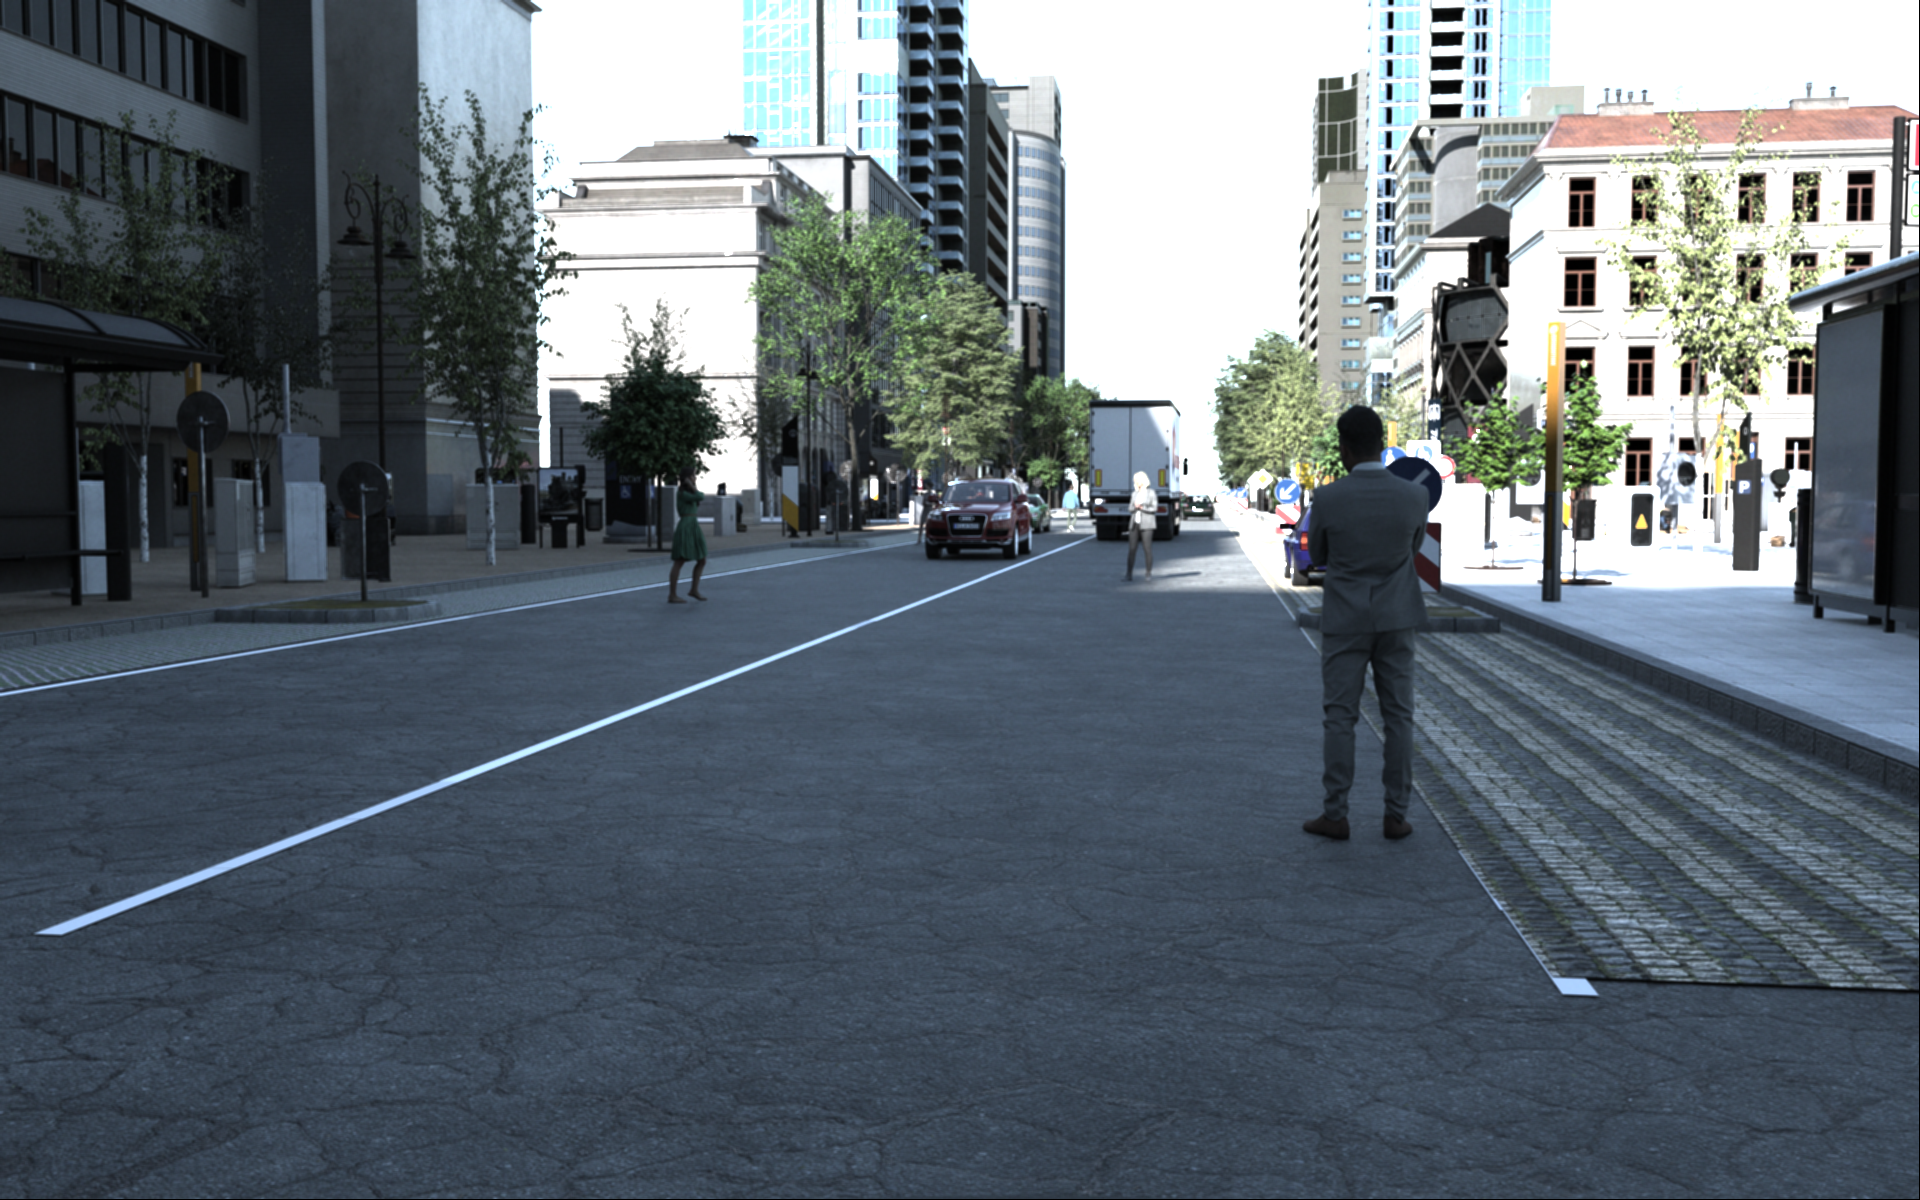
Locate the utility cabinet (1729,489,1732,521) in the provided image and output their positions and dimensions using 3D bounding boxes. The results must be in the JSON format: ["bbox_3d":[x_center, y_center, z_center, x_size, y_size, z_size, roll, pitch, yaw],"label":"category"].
[{"bbox_3d":[36.521,-4.444,81.339,0.318,1.500,1.173,3,5,43],"label":"utility cabinet"}]

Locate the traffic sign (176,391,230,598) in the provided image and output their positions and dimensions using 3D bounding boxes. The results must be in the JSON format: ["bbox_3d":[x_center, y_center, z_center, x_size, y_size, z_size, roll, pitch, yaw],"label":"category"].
[{"bbox_3d":[-9.368,-1.303,21.416,0.768,2.556,0.104,1,4,16],"label":"traffic sign"}]

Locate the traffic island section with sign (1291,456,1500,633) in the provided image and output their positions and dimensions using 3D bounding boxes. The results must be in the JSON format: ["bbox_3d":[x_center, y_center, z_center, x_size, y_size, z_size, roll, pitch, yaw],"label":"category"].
[{"bbox_3d":[4.683,-0.622,18.796,1.989,1.847,2.006,0,4,8],"label":"traffic island section with sign"}]

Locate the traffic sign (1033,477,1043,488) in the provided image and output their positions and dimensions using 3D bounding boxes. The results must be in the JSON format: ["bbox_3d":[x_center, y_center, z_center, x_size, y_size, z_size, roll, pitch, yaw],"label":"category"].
[{"bbox_3d":[5.840,-7.976,130.515,0.768,2.556,0.104,1,4,13],"label":"traffic sign"}]

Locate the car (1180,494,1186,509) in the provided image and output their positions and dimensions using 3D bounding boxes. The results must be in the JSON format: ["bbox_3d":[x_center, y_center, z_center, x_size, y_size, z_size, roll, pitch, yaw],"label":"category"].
[{"bbox_3d":[18.119,-8.131,144.747,2.131,1.459,4.920,1,4,9],"label":"car"}]

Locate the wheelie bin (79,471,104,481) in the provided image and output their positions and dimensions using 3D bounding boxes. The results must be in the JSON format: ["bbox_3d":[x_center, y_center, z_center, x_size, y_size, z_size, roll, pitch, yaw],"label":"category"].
[{"bbox_3d":[-12.221,-0.998,24.225,0.980,1.594,0.693,-2,4,-26],"label":"wheelie bin"}]

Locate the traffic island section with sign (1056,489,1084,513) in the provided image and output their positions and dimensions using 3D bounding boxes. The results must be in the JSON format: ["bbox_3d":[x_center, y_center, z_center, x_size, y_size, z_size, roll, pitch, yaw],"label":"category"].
[{"bbox_3d":[8.227,-7.355,128.889,1.989,1.847,2.006,0,4,8],"label":"traffic island section with sign"}]

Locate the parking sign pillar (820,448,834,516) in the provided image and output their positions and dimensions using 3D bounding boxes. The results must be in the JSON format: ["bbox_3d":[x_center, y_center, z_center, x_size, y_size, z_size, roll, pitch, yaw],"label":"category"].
[{"bbox_3d":[-7.826,-6.956,102.198,1.447,3.967,1.447,1,4,17],"label":"parking sign pillar"}]

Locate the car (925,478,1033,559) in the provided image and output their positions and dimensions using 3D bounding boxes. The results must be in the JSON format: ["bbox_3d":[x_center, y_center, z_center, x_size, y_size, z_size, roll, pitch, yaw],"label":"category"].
[{"bbox_3d":[0.491,-1.914,39.967,2.281,1.827,5.304,0,4,8],"label":"car"}]

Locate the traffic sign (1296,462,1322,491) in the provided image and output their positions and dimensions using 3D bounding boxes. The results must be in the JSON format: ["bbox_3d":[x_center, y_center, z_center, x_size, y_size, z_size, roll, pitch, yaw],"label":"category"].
[{"bbox_3d":[22.544,-7.127,110.406,2.265,3.308,0.079,1,4,12],"label":"traffic sign"}]

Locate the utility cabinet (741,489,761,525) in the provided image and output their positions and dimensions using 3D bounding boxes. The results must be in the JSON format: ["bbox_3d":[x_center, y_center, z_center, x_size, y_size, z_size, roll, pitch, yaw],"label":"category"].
[{"bbox_3d":[-8.503,-3.772,70.359,0.318,1.500,1.173,-2,4,-34],"label":"utility cabinet"}]

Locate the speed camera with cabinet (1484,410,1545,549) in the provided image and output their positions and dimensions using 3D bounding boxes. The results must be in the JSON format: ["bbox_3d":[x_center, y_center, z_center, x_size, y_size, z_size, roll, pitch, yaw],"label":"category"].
[{"bbox_3d":[12.989,-2.863,41.143,2.038,3.252,0.660,3,5,41],"label":"speed camera with cabinet"}]

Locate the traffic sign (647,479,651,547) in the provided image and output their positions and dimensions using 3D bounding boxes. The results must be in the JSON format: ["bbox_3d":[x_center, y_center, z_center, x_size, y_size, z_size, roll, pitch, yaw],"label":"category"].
[{"bbox_3d":[-7.470,-2.538,41.602,0.768,2.556,0.104,1,4,17],"label":"traffic sign"}]

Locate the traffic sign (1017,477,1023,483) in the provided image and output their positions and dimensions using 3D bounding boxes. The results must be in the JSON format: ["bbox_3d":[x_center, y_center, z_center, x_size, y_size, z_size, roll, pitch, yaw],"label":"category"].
[{"bbox_3d":[4.337,-7.895,129.186,0.768,2.556,0.104,1,4,12],"label":"traffic sign"}]

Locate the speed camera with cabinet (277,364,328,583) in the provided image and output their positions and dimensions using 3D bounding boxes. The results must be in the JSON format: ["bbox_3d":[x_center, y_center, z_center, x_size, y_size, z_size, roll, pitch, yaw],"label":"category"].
[{"bbox_3d":[-9.829,-1.929,25.882,0.660,3.252,2.038,-1,4,-22],"label":"speed camera with cabinet"}]

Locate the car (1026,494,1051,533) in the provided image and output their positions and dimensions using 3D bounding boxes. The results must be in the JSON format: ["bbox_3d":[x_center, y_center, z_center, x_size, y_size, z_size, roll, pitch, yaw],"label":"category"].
[{"bbox_3d":[2.316,-3.245,64.858,2.131,1.459,4.920,1,4,9],"label":"car"}]

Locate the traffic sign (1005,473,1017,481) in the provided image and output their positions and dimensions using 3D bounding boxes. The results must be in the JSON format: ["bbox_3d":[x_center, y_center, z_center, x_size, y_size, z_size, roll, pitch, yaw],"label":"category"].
[{"bbox_3d":[3.075,-6.455,105.640,0.768,2.556,0.104,1,4,14],"label":"traffic sign"}]

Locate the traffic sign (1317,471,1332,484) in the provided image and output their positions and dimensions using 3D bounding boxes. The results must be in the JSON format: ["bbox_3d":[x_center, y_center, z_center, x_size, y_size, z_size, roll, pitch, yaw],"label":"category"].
[{"bbox_3d":[18.633,-5.413,88.608,0.768,2.556,0.104,1,4,13],"label":"traffic sign"}]

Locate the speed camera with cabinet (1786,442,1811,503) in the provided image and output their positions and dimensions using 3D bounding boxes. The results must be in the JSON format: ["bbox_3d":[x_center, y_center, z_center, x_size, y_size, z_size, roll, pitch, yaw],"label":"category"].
[{"bbox_3d":[32.398,-4.370,65.793,0.660,3.252,2.038,-1,4,-18],"label":"speed camera with cabinet"}]

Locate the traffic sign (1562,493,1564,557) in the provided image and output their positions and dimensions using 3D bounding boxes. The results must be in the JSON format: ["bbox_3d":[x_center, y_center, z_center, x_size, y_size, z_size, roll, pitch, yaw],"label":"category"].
[{"bbox_3d":[12.331,-2.164,35.484,0.768,2.556,0.104,1,4,15],"label":"traffic sign"}]

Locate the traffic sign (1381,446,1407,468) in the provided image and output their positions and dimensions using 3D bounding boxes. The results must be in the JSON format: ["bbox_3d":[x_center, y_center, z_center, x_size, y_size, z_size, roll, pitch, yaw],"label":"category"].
[{"bbox_3d":[11.610,-2.835,46.455,0.768,2.556,0.104,1,4,14],"label":"traffic sign"}]

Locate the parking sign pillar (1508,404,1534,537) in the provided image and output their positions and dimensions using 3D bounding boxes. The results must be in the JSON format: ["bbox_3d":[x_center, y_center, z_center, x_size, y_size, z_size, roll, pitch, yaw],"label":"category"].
[{"bbox_3d":[16.467,-3.879,51.902,1.447,3.967,1.447,1,4,21],"label":"parking sign pillar"}]

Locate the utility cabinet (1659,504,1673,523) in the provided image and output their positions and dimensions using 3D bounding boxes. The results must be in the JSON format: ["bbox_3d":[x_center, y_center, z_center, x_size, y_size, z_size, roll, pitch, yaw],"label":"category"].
[{"bbox_3d":[30.666,-4.058,75.035,0.318,1.500,1.173,3,5,44],"label":"utility cabinet"}]

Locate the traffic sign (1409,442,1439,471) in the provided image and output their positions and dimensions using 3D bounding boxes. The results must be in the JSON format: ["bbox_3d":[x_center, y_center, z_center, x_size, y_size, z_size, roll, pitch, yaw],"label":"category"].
[{"bbox_3d":[8.951,-1.917,33.480,0.606,2.300,0.079,1,4,12],"label":"traffic sign"}]

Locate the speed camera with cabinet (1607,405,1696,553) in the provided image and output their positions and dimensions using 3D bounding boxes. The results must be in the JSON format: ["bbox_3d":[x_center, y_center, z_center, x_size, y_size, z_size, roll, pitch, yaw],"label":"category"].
[{"bbox_3d":[15.302,-2.684,38.227,2.038,3.252,0.660,-1,4,-22],"label":"speed camera with cabinet"}]

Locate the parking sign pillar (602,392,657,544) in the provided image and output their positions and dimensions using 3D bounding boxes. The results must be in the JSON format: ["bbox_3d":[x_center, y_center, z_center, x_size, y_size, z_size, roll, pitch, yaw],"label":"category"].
[{"bbox_3d":[-8.632,-3.474,45.275,1.447,3.967,1.447,2,4,26],"label":"parking sign pillar"}]

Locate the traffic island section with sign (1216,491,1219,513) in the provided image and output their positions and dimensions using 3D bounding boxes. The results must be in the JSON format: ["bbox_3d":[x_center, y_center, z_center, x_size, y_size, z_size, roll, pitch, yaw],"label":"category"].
[{"bbox_3d":[19.989,-7.254,127.226,1.989,1.847,2.006,0,4,8],"label":"traffic island section with sign"}]

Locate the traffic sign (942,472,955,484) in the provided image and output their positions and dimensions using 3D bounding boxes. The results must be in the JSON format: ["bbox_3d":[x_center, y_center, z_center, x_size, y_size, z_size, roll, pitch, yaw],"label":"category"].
[{"bbox_3d":[-0.659,-6.014,98.436,0.768,2.556,0.104,1,4,12],"label":"traffic sign"}]

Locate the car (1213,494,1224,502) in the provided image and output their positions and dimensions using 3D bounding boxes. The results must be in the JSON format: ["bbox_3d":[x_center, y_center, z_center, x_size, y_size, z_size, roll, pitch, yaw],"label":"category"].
[{"bbox_3d":[40.035,-15.758,267.867,2.015,1.641,3.980,0,4,8],"label":"car"}]

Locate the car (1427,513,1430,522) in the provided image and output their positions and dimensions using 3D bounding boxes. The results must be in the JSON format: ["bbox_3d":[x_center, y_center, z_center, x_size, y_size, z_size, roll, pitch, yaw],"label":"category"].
[{"bbox_3d":[20.086,-3.711,72.682,4.499,1.417,2.014,1,4,9],"label":"car"}]

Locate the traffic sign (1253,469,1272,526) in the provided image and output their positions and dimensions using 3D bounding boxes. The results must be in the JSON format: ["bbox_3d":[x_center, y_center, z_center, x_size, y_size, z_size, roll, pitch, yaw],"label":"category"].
[{"bbox_3d":[12.197,-4.048,69.832,0.795,2.450,0.064,0,4,8],"label":"traffic sign"}]

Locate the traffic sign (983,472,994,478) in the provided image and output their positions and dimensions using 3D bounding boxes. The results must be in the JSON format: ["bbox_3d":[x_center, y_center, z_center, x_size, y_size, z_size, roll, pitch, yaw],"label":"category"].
[{"bbox_3d":[1.291,-4.637,79.450,0.795,2.450,0.064,0,4,8],"label":"traffic sign"}]

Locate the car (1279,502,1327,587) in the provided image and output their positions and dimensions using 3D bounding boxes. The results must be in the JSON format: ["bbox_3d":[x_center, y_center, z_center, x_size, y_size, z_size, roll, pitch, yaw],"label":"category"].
[{"bbox_3d":[6.147,-0.938,27.910,1.945,1.354,3.894,0,4,8],"label":"car"}]

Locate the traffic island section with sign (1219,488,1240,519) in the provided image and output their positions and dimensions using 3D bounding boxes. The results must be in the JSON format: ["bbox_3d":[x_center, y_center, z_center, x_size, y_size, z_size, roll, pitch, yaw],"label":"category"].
[{"bbox_3d":[16.220,-5.619,100.495,1.989,1.847,2.006,0,4,8],"label":"traffic island section with sign"}]

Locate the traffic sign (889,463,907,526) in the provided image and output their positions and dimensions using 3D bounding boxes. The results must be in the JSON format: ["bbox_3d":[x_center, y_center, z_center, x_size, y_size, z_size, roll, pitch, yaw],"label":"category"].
[{"bbox_3d":[-2.519,-4.294,70.315,0.768,2.556,0.104,1,4,11],"label":"traffic sign"}]

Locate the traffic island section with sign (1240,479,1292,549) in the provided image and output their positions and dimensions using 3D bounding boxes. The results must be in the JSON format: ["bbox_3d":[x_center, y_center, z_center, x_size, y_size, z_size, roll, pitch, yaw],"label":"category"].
[{"bbox_3d":[8.461,-2.254,45.486,1.989,1.847,2.006,0,4,8],"label":"traffic island section with sign"}]

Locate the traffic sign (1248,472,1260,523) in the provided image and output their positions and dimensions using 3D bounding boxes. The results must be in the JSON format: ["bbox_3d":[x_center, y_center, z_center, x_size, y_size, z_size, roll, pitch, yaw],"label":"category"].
[{"bbox_3d":[13.313,-4.532,77.739,0.795,2.450,0.064,0,4,8],"label":"traffic sign"}]

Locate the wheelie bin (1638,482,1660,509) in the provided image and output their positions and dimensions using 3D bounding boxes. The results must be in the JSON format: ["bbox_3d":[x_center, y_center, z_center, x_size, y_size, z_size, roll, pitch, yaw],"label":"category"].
[{"bbox_3d":[17.628,-2.245,44.620,0.693,1.594,0.980,0,4,2],"label":"wheelie bin"}]

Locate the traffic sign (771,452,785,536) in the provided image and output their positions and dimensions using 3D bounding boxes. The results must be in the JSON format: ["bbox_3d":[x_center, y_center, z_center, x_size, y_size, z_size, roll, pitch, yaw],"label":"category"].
[{"bbox_3d":[-5.357,-3.205,52.510,0.768,2.556,0.104,1,4,12],"label":"traffic sign"}]

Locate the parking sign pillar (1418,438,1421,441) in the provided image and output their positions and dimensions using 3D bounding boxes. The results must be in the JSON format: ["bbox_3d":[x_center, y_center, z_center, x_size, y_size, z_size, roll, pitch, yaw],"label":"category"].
[{"bbox_3d":[22.227,-5.799,83.283,1.447,3.967,1.447,1,4,17],"label":"parking sign pillar"}]

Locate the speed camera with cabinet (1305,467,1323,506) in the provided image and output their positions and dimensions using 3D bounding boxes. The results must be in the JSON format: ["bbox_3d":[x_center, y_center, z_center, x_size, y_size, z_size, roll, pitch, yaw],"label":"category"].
[{"bbox_3d":[19.297,-6.197,95.659,2.038,3.252,0.660,1,4,21],"label":"speed camera with cabinet"}]

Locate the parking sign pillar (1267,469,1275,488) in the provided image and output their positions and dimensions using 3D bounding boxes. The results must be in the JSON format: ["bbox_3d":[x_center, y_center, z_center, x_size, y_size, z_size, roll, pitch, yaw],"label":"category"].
[{"bbox_3d":[27.066,-9.937,150.939,1.447,3.967,1.447,1,4,8],"label":"parking sign pillar"}]

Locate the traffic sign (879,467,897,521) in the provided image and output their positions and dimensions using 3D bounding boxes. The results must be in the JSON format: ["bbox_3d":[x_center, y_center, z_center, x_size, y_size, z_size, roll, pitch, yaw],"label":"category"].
[{"bbox_3d":[-3.420,-5.011,81.936,0.884,2.594,0.081,1,4,11],"label":"traffic sign"}]

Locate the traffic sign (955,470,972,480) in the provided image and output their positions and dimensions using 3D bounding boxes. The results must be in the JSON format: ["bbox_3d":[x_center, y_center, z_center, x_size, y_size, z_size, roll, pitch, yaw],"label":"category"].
[{"bbox_3d":[0.175,-4.153,71.543,0.795,2.450,0.064,0,4,8],"label":"traffic sign"}]

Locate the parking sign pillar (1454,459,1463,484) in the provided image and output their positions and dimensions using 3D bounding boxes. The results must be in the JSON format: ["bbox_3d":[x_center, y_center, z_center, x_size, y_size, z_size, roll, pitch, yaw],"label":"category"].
[{"bbox_3d":[25.479,-6.084,87.952,1.447,3.967,1.447,-3,5,-40],"label":"parking sign pillar"}]

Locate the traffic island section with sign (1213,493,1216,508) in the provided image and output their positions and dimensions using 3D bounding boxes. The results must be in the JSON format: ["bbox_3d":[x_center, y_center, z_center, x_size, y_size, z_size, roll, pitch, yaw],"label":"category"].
[{"bbox_3d":[27.004,-10.291,176.893,1.989,1.847,2.006,0,4,8],"label":"traffic island section with sign"}]

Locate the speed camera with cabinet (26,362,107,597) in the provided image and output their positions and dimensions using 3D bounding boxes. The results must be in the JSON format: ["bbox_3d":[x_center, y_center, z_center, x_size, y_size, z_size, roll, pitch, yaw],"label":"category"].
[{"bbox_3d":[-11.456,-1.706,22.233,2.038,3.252,0.660,3,5,44],"label":"speed camera with cabinet"}]

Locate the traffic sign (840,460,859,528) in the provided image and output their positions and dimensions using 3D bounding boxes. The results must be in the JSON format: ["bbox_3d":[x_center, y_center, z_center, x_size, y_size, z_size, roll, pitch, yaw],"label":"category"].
[{"bbox_3d":[-4.177,-3.986,65.278,0.768,2.556,0.104,1,4,13],"label":"traffic sign"}]

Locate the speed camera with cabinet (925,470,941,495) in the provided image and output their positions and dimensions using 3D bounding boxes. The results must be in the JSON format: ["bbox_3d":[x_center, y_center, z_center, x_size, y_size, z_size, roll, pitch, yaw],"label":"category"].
[{"bbox_3d":[-2.046,-8.937,140.457,0.660,3.252,2.038,2,4,32],"label":"speed camera with cabinet"}]

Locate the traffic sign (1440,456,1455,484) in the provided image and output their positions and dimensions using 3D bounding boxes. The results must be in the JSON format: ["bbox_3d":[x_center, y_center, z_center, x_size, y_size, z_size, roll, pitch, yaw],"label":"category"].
[{"bbox_3d":[16.057,-3.516,57.593,0.768,2.556,0.104,1,4,17],"label":"traffic sign"}]

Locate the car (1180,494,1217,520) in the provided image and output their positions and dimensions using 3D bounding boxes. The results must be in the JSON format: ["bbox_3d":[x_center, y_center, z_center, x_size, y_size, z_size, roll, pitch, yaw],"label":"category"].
[{"bbox_3d":[13.152,-5.248,95.585,2.009,1.686,4.222,1,4,9],"label":"car"}]

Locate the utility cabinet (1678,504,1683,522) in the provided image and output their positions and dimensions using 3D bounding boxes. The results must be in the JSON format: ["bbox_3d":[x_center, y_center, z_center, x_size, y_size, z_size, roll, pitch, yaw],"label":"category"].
[{"bbox_3d":[33.288,-4.272,81.010,1.020,1.237,0.306,-1,4,-10],"label":"utility cabinet"}]
